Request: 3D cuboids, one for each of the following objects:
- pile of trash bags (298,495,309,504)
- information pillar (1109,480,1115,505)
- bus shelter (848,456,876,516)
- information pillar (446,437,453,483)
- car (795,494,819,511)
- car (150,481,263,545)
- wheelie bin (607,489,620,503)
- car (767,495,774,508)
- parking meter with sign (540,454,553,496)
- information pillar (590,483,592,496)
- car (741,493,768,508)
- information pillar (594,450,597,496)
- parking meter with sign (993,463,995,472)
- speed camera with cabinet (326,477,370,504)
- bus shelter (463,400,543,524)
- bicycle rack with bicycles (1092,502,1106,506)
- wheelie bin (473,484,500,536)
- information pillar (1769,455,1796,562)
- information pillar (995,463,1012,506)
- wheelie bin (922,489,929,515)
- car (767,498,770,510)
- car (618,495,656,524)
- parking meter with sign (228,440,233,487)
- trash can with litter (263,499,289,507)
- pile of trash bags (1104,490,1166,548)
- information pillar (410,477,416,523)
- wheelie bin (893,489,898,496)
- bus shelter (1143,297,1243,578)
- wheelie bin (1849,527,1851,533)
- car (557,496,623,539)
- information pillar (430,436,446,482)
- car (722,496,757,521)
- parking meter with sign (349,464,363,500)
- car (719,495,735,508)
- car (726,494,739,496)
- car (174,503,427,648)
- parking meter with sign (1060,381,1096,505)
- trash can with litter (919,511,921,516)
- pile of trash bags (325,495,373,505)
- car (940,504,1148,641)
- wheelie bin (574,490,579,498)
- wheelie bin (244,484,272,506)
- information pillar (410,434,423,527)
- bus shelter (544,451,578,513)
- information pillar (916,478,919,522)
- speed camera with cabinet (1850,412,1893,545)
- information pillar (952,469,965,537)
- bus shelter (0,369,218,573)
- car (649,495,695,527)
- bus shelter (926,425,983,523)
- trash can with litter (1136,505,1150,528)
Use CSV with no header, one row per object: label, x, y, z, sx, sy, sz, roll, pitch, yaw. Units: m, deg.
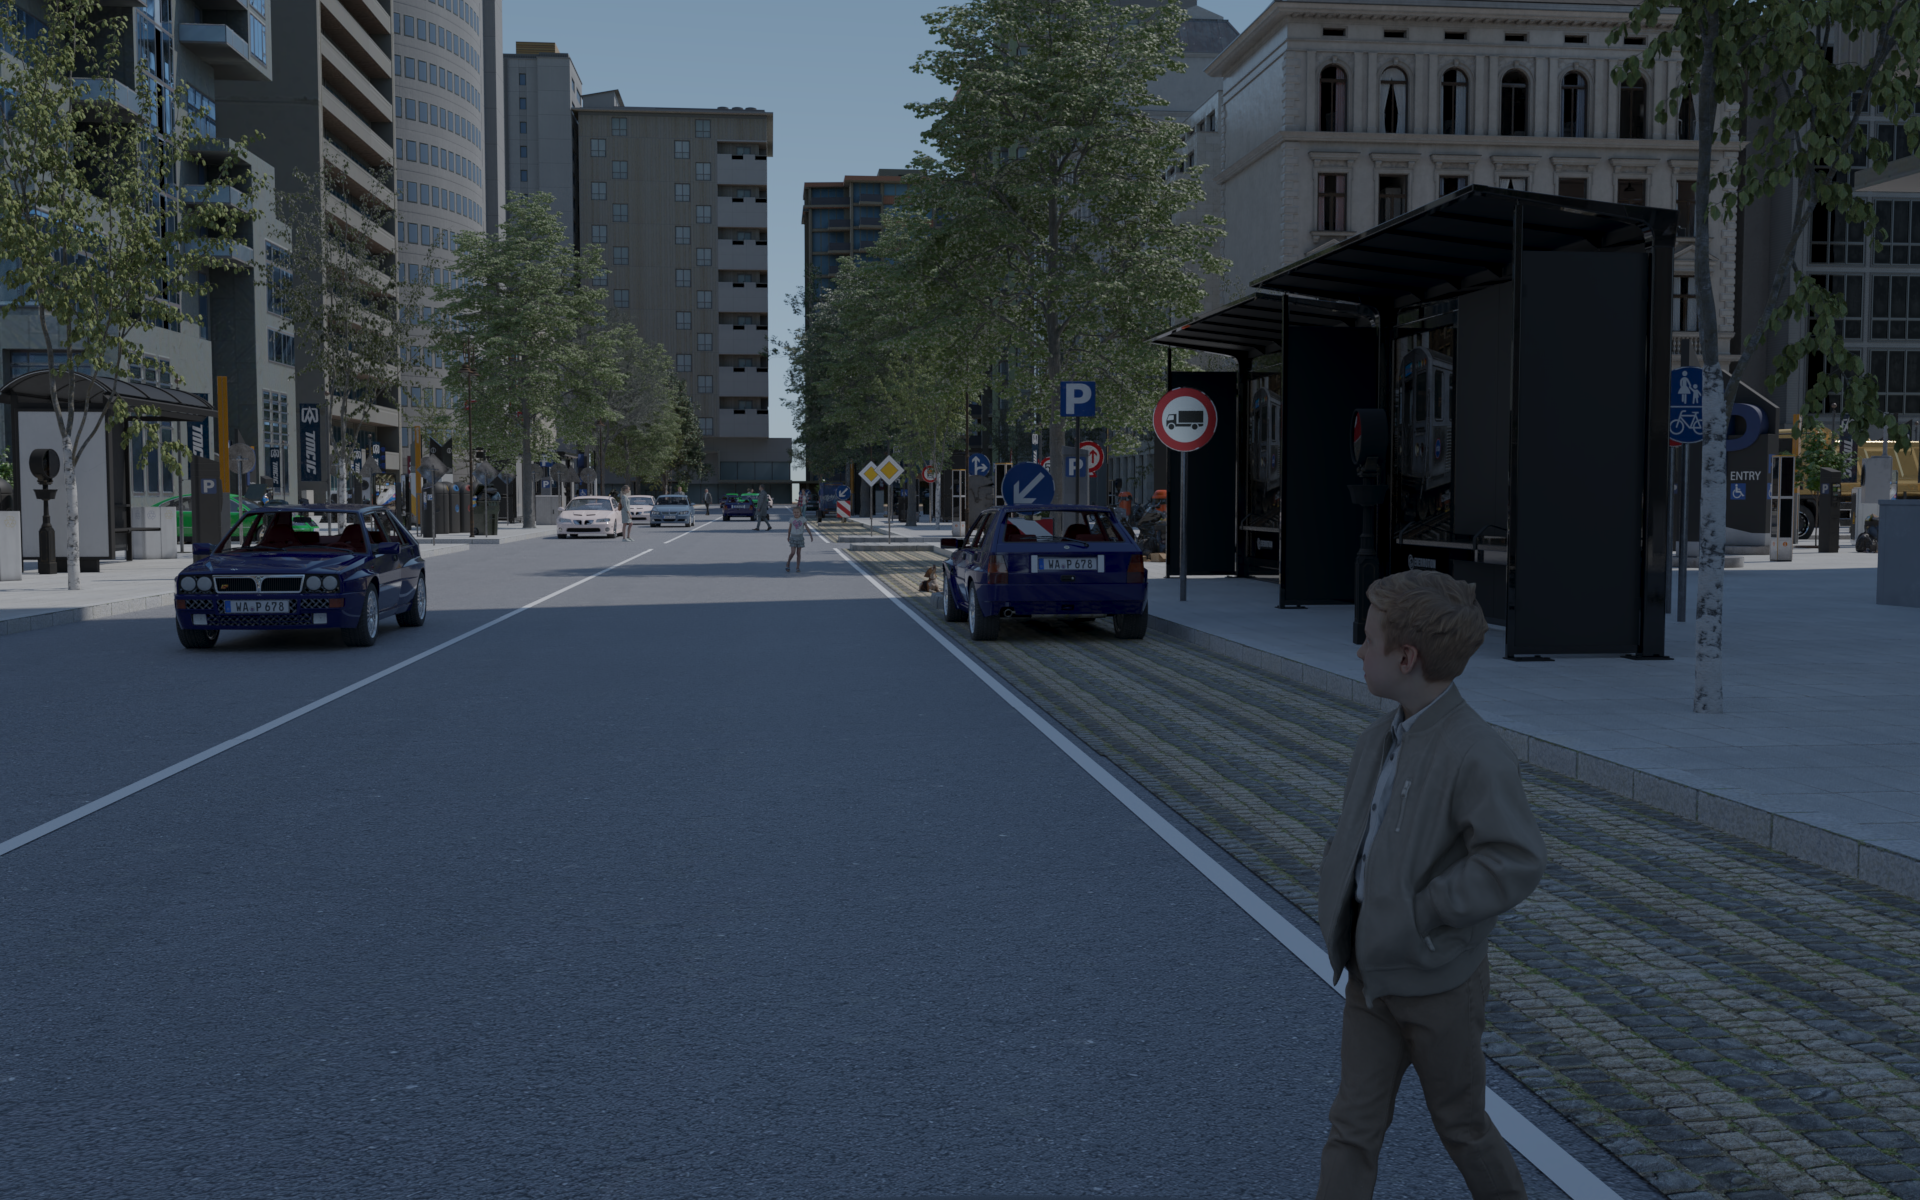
pile of trash bags,-37.360,-5.324,96.793,1.912,1.369,3.447,-2,4,-26
information pillar,7.892,-5.243,90.217,0.304,2.012,0.304,3,4,36
bus shelter,-6.144,-7.061,106.733,1.731,3.624,6.357,0,4,-6
information pillar,-21.111,-4.893,71.363,0.183,3.616,0.504,3,5,40
car,-11.404,-7.380,130.454,2.009,1.686,4.222,0,4,-7
car,-19.363,-2.250,45.591,4.718,1.807,1.959,0,4,-6
wheelie bin,-22.292,-6.345,111.648,0.693,1.594,0.980,1,4,13
car,-20.492,-10.291,180.611,2.083,1.381,4.827,0,4,-5
parking meter with sign,-17.944,-4.818,75.039,0.543,3.016,1.738,-1,4,-10
information pillar,-20.186,-5.481,94.107,0.304,2.012,0.304,1,4,12
car,-13.054,-6.108,108.665,1.959,1.807,4.718,0,4,-5
information pillar,-19.451,-6.181,92.417,0.183,3.616,0.504,0,4,-6
parking meter with sign,2.736,-6.100,95.988,1.738,3.016,0.543,-1,4,-17
speed camera with cabinet,-30.613,-5.647,86.657,2.038,3.252,0.660,-2,4,-30
bus shelter,-20.150,-6.011,75.913,2.179,5.291,8.768,0,4,-6
bicycle rack with bicycles,5.870,-4.121,80.763,2.925,0.926,2.852,1,4,9
wheelie bin,-14.682,-2.803,53.744,0.693,1.594,0.980,2,4,34
information pillar,15.604,-1.735,32.864,0.304,2.012,0.304,0,4,-2
information pillar,1.040,-2.245,41.197,0.304,2.012,0.304,2,4,33
wheelie bin,-1.981,-6.114,107.876,0.693,1.594,0.980,-2,4,-27
car,-18.108,-8.785,155.638,2.014,1.417,4.499,0,4,-5
car,-15.282,-4.288,82.472,2.083,1.381,4.827,0,4,-6
parking meter with sign,-24.382,-3.642,55.800,1.738,3.016,0.543,-3,5,-44
trash can with litter,-14.477,-1.541,36.586,0.624,1.170,1.055,0,4,-5
pile of trash bags,3.950,-1.683,37.273,1.912,1.369,3.447,1,4,22
information pillar,-23.646,-4.323,75.177,0.304,2.012,0.304,3,5,41
wheelie bin,-4.369,-6.602,115.846,0.693,1.594,0.980,0,4,6
bus shelter,3.960,-1.962,23.359,1.731,3.624,6.357,0,4,-6
wheelie bin,29.538,-2.995,56.872,0.980,1.594,0.693,-3,5,-44
car,-12.148,-2.744,57.226,2.083,1.381,4.827,0,4,-5
information pillar,-21.287,-4.834,70.397,0.504,3.616,0.183,0,4,4
car,-11.810,-4.921,93.036,1.945,1.354,3.894,0,4,-4
parking meter with sign,-34.943,-6.384,100.634,0.543,3.016,1.738,-3,5,-42
car,-23.599,-10.046,176.828,1.945,1.354,3.894,0,4,-5
car,-25.201,-11.179,191.572,1.959,1.807,4.718,0,4,-5
car,-6.519,-0.294,17.381,1.945,1.354,3.894,0,4,-7
parking meter with sign,1.866,-1.920,27.645,0.543,3.016,1.738,0,4,3
trash can with litter,-2.103,-6.342,114.745,2.233,1.210,1.678,-1,4,-18
pile of trash bags,-26.710,-4.092,76.663,3.447,1.369,1.912,2,4,30
car,0.810,-0.346,18.237,1.945,1.354,3.894,0,4,-6
wheelie bin,-26.300,-6.877,120.340,0.980,1.594,0.693,-2,4,-29
wheelie bin,-21.664,-2.787,53.480,0.980,1.594,0.693,1,4,16
information pillar,-21.183,-4.663,67.589,0.504,3.616,0.183,1,4,15
bus shelter,-20.486,-6.619,85.858,2.179,5.291,8.768,0,4,-6
information pillar,-2.081,-4.596,79.631,0.304,2.012,0.304,3,5,43
speed camera with cabinet,22.436,-2.956,42.660,0.660,3.252,2.038,1,4,19
information pillar,-0.031,-2.892,51.780,0.304,2.012,0.304,2,4,33
bus shelter,-14.938,-2.252,30.744,2.014,3.302,5.546,0,4,-6
car,-12.606,-3.916,76.027,2.014,1.417,4.499,0,4,-5
bus shelter,-0.460,-6.400,82.265,2.179,5.291,8.768,0,4,-6
trash can with litter,6.948,-3.140,62.721,1.055,1.170,0.624,-2,4,-27
